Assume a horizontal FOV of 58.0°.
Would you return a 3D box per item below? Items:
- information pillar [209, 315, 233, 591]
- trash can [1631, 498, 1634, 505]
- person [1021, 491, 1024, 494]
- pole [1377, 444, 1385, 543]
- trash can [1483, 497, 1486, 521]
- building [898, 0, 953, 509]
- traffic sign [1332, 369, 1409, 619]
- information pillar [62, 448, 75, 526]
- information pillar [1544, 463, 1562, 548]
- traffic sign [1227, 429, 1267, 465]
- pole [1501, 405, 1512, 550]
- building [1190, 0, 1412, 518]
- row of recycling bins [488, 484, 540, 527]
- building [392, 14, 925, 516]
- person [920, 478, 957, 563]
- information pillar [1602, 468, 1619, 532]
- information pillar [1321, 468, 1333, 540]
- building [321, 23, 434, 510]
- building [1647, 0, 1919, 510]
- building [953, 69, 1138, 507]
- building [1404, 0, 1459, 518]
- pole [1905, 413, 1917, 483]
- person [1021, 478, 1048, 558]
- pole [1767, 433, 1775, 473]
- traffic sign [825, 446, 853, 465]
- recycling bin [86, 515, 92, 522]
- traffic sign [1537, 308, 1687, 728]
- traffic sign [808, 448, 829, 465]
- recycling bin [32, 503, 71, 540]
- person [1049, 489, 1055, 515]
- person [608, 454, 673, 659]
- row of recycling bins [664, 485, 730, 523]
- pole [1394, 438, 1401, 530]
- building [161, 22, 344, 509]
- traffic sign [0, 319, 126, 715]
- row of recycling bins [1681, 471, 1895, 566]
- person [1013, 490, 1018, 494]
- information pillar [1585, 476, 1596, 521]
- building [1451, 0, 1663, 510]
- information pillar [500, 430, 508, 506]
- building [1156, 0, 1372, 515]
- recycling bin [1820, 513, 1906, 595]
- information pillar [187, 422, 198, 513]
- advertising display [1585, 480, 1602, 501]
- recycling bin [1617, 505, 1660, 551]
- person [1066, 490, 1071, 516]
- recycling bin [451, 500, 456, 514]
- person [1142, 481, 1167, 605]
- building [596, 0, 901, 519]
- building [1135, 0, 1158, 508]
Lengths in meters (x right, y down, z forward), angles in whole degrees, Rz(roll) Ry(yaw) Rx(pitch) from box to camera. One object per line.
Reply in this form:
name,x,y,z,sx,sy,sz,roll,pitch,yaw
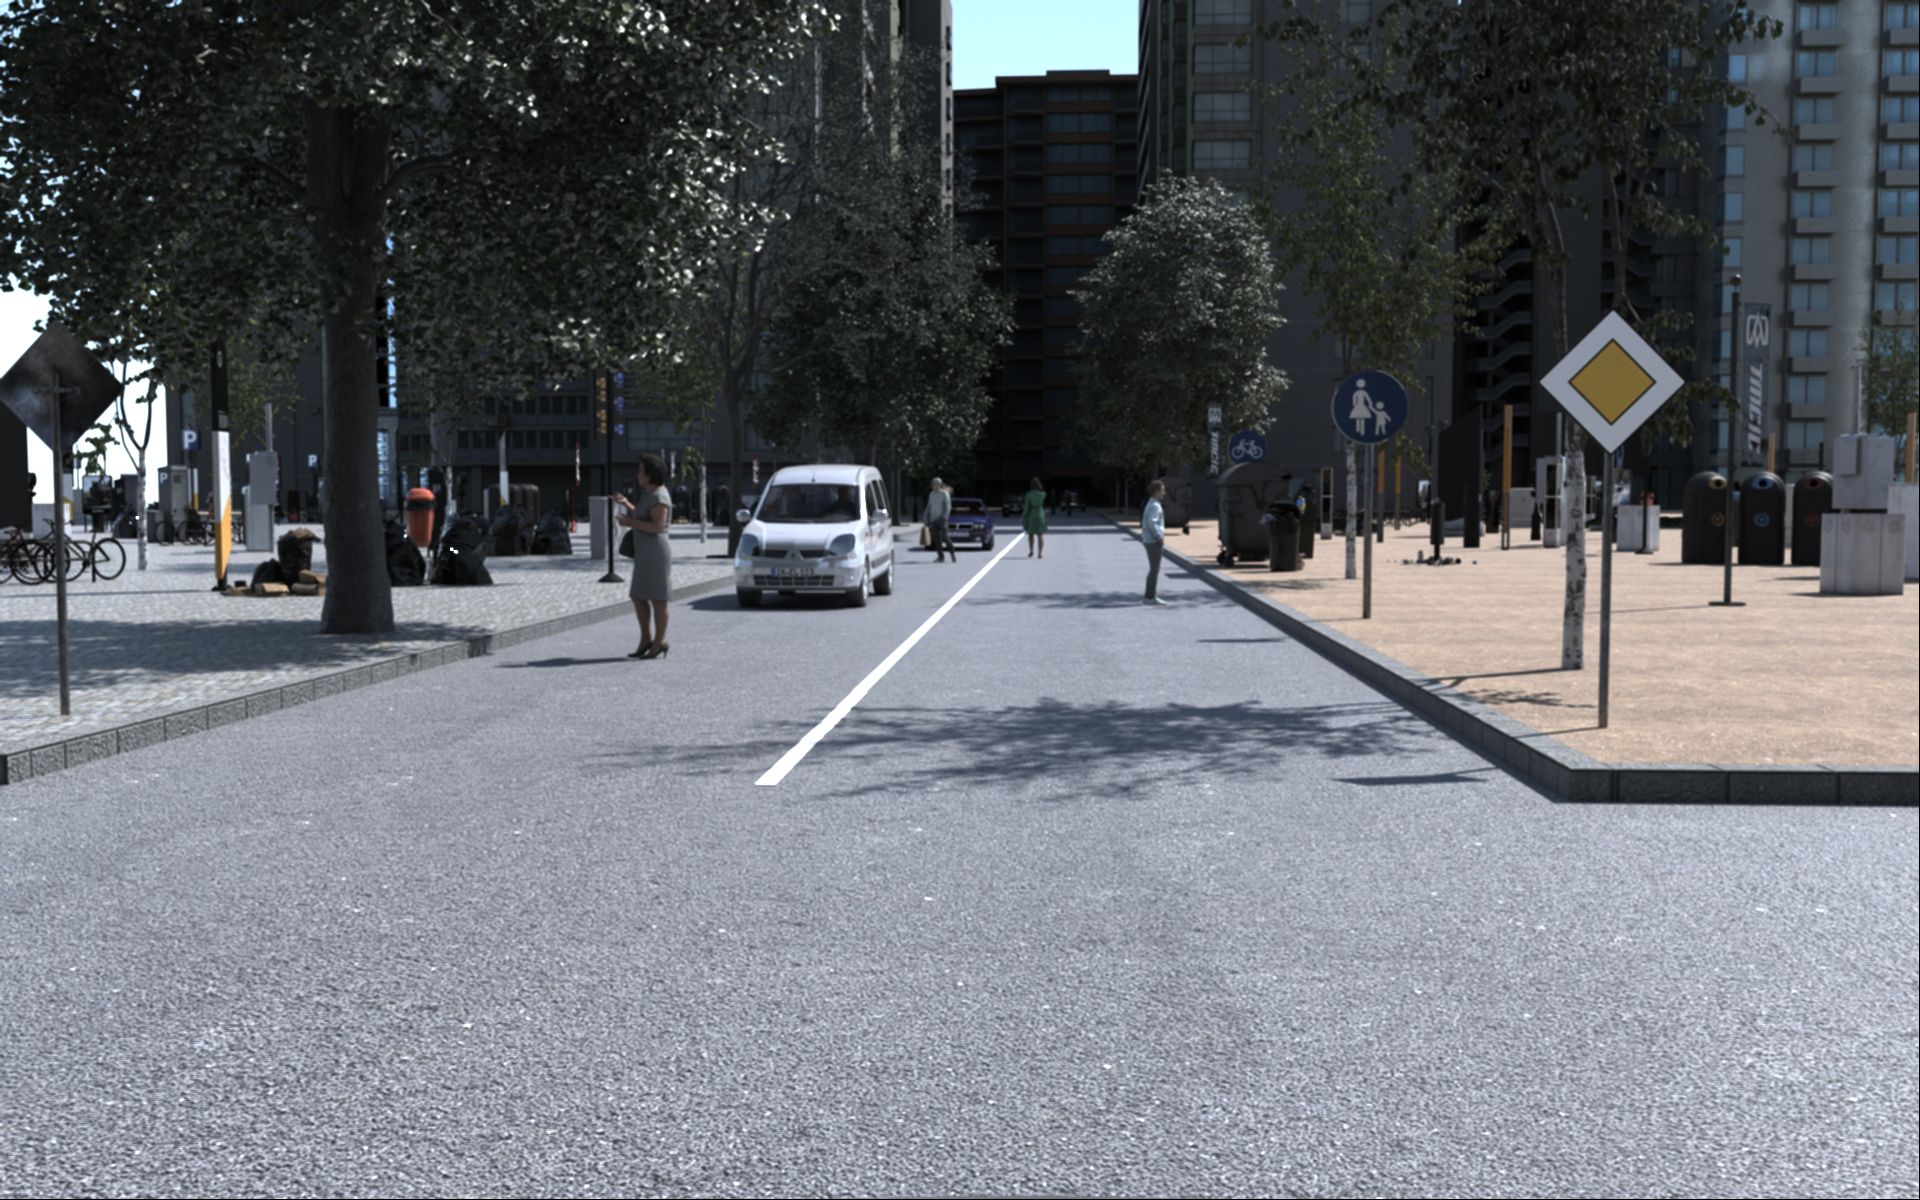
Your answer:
information pillar,-9.803,-1.933,22.966,0.183,3.616,0.504,0,4,-8
trash can,27.270,-3.633,71.058,0.748,1.137,0.748,0,3,0
person,5.518,-8.914,155.030,0.721,1.735,1.217,1,4,23
pole,11.138,-3.179,45.823,0.158,3.312,0.155,0,3,0
trash can,25.019,-4.304,82.027,0.748,1.137,0.748,0,3,0
building,-11.769,-32.059,147.858,21.600,48.544,21.300,0,4,3
traffic sign,4.199,-1.082,17.798,0.768,2.556,0.104,1,4,11
information pillar,-36.265,-4.828,70.289,0.504,3.616,0.183,-2,4,-31
information pillar,14.130,-2.250,41.273,0.304,2.012,0.304,3,4,39
traffic sign,5.654,-2.084,34.182,0.768,2.556,0.104,0,4,5
pole,12.514,-2.800,39.630,0.158,3.312,0.155,0,3,0
building,20.497,-26.248,112.746,14.154,41.232,14.086,0,4,3
row of recycling bins,-17.712,-3.785,69.003,1.069,1.692,3.534,1,4,11
building,-18.921,-25.681,111.764,32.217,40.220,23.993,0,4,3
person,-0.480,-1.674,36.350,0.782,1.767,0.515,3,4,38
information pillar,18.523,-2.741,49.307,0.304,2.012,0.304,-1,4,-12
information pillar,10.368,-2.719,48.951,0.304,2.012,0.304,1,4,17
building,-38.094,-51.033,147.059,31.000,86.520,22.319,0,4,3
building,71.880,-31.912,141.366,30.456,49.044,23.786,0,4,3
building,11.576,-32.248,181.871,28.867,44.769,22.147,0,4,3
building,19.837,-25.389,98.701,14.154,41.232,14.086,0,4,3
pole,23.883,-3.040,43.541,0.158,3.312,0.155,0,3,0
person,1.681,-1.835,38.743,0.600,1.795,0.529,-1,4,-17
pole,26.916,-3.895,57.518,0.158,3.312,0.155,0,3,0
traffic sign,-3.185,-2.779,45.551,0.768,2.556,0.104,1,4,10
recycling bin,-40.613,-4.187,81.017,0.722,1.027,0.722,-1,4,-15
traffic sign,3.531,-0.356,9.458,0.795,2.450,0.064,0,4,3
traffic sign,-3.815,-2.902,47.558,0.768,2.556,0.104,1,4,9
recycling bin,-25.549,-2.211,48.707,0.722,1.027,0.722,0,4,6
person,6.392,-6.773,119.797,0.434,1.755,0.990,0,4,-5
person,-2.798,-0.383,15.116,0.532,1.782,0.716,-1,4,-22
row of recycling bins,-12.008,-4.272,76.955,3.534,1.692,1.069,-1,4,-13
pole,15.656,-4.164,61.926,0.158,3.312,0.155,0,3,0
building,-60.759,-28.761,153.843,14.086,41.232,14.154,0,4,3
traffic sign,-5.196,-0.389,10.001,0.795,2.450,0.064,0,4,3
row of recycling bins,15.026,-1.490,31.467,3.534,1.692,1.069,2,4,26
person,4.558,-8.274,143.800,1.348,1.821,0.705,-1,4,-21
information pillar,25.996,-4.094,71.426,0.304,2.012,0.304,-3,5,-43
building,49.903,-30.452,147.996,14.200,45.320,14.600,0,4,3
information pillar,-16.683,-4.406,63.396,0.183,3.616,0.504,-3,5,-41
building,21.334,-27.106,126.780,14.154,41.232,14.086,0,4,3
recycling bin,11.605,-0.595,22.280,0.722,1.027,0.722,0,4,-8
information pillar,-24.990,-3.978,56.392,0.504,3.616,0.183,3,5,41
advertising display,29.502,-4.628,80.877,0.974,1.923,0.123,2,4,31
recycling bin,15.291,-1.620,39.043,0.722,1.027,0.722,3,5,41
person,7.095,-6.336,113.019,0.530,1.710,0.541,2,4,31
recycling bin,-22.027,-3.778,74.329,0.722,1.027,0.722,-1,4,-18
person,2.516,-0.738,22.377,0.330,1.601,0.589,0,4,6
building,-10.844,-24.992,92.211,14.154,41.232,14.086,0,4,3
building,25.906,-31.851,144.468,21.300,48.544,21.600,0,4,3
